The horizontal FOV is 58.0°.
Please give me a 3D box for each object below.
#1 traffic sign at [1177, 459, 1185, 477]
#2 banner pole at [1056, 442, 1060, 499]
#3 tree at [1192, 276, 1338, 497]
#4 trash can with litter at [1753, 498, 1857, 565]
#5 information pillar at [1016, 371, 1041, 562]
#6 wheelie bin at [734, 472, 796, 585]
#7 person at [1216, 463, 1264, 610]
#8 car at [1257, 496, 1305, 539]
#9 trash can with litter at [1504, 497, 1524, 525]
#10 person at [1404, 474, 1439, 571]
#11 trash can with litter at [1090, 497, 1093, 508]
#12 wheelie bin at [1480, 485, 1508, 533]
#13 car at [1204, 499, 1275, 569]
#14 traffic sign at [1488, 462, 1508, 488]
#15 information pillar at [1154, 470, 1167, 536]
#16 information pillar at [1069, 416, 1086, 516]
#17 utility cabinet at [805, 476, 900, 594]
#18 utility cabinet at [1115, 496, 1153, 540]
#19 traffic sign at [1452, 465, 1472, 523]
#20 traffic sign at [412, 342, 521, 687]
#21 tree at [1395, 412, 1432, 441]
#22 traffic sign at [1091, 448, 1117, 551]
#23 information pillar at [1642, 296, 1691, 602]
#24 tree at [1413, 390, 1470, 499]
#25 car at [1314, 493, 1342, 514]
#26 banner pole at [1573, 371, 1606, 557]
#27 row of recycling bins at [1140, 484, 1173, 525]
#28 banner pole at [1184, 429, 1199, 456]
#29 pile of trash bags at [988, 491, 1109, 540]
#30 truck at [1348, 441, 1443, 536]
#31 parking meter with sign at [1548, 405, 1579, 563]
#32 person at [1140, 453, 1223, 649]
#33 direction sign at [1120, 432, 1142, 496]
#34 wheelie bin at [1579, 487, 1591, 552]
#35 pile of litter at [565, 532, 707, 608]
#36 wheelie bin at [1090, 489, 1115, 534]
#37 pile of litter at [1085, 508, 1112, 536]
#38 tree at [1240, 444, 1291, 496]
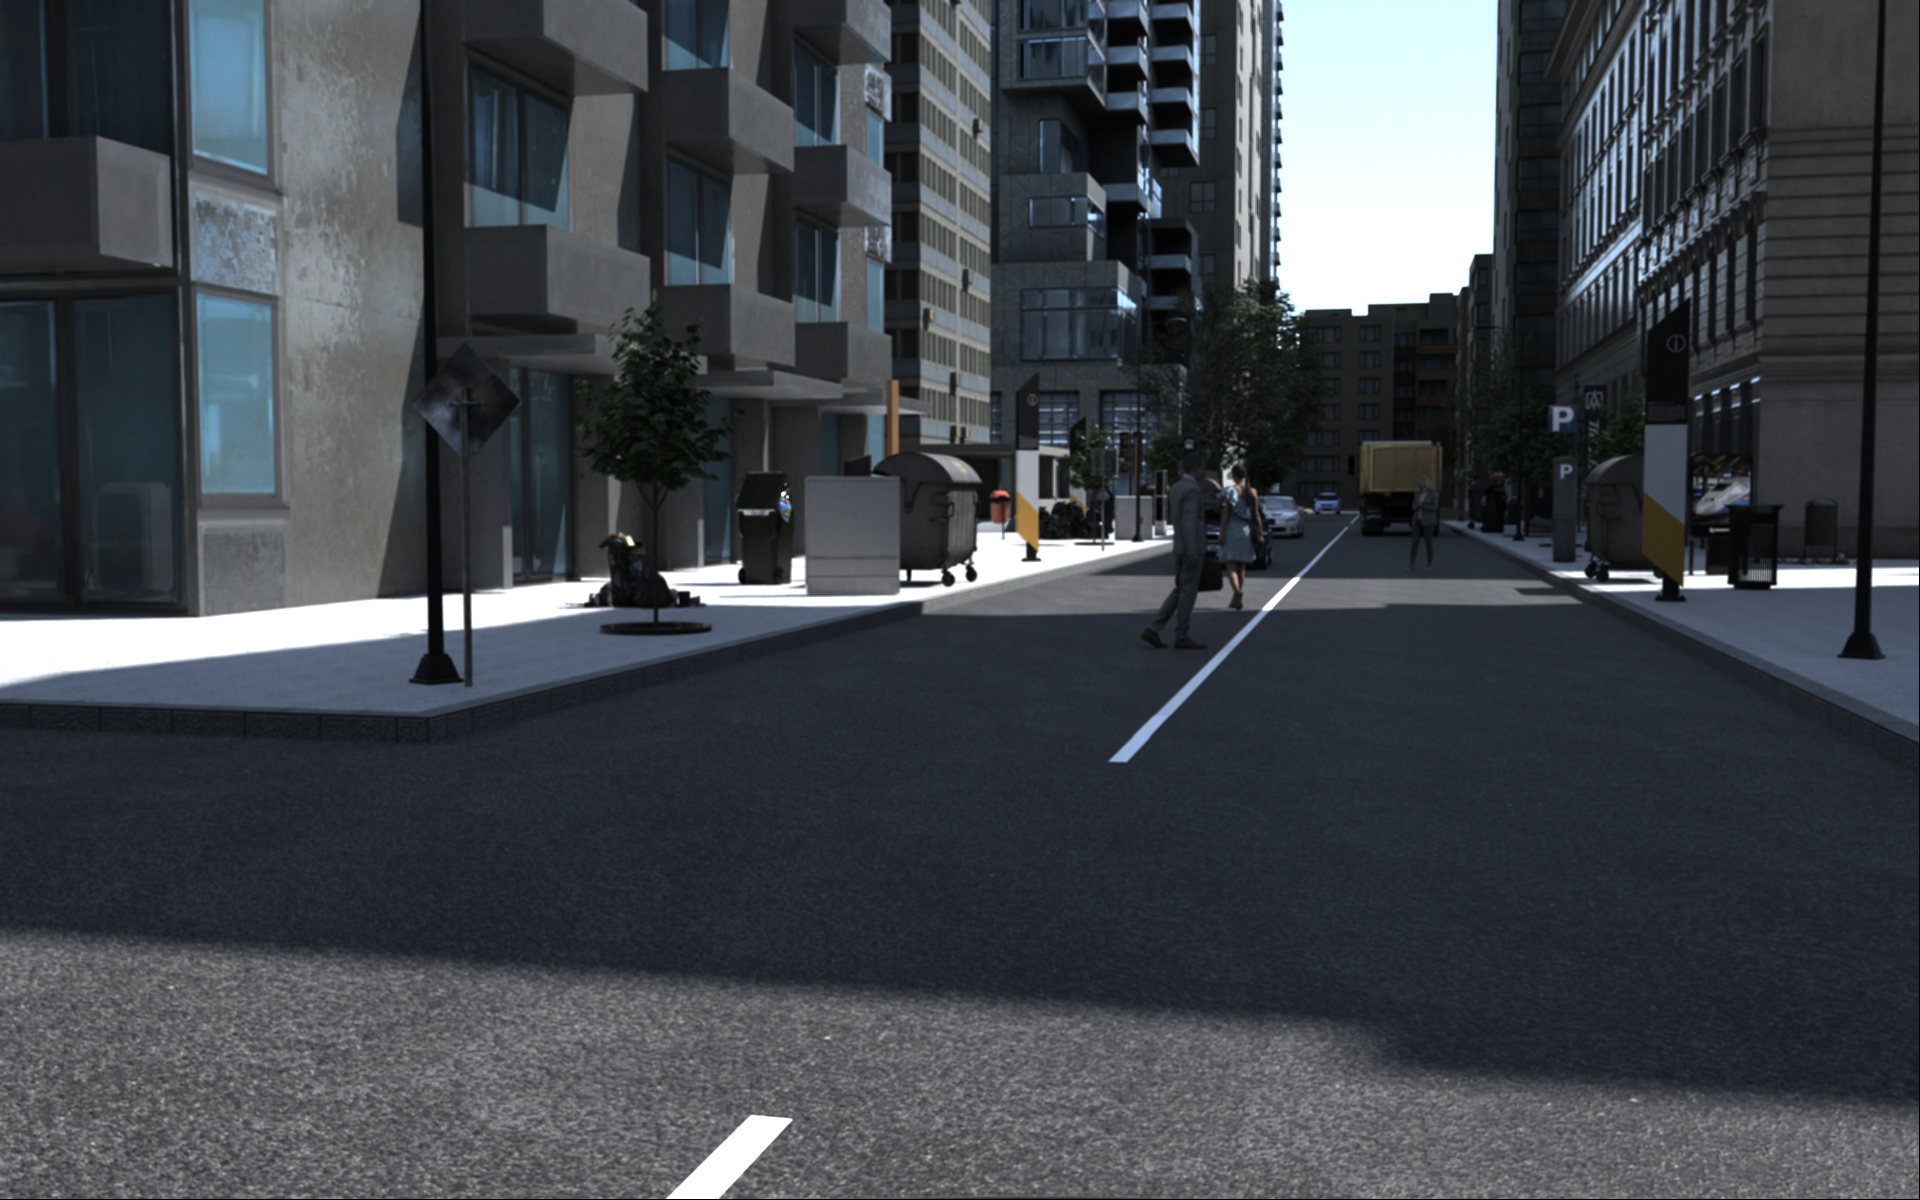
[{"bbox_3d":[7.843,-3.646,59.722,0.768,2.556,0.104,1,4,20],"label":"traffic sign"},{"bbox_3d":[4.614,-5.726,83.640,0.863,3.779,0.401,-3,5,-41],"label":"banner pole"},{"bbox_3d":[15.913,-10.544,90.514,7.486,12.596,7.792,0,3,0],"label":"tree"},{"bbox_3d":[15.403,-1.274,31.892,2.233,1.210,1.678,1,4,20],"label":"trash can with litter"},{"bbox_3d":[1.291,-2.539,32.870,0.504,3.616,0.183,-2,4,-31],"label":"information pillar"},{"bbox_3d":[-2.777,-1.028,24.713,0.980,1.594,0.693,1,4,22],"label":"wheelie bin"},{"bbox_3d":[3.495,-0.791,21.532,0.616,1.811,0.778,0,4,-3],"label":"person"},{"bbox_3d":[10.392,-2.757,57.439,2.083,1.381,4.827,1,4,14],"label":"car"},{"bbox_3d":[22.728,-3.678,71.518,1.055,1.170,0.624,-2,4,-31],"label":"trash can with litter"},{"bbox_3d":[8.656,-1.447,32.349,0.526,1.800,0.537,-3,4,-37],"label":"person"},{"bbox_3d":[6.390,-4.182,79.768,0.624,1.170,1.055,-1,4,-22],"label":"trash can with litter"},{"bbox_3d":[17.712,-3.026,57.377,0.980,1.594,0.693,-3,4,-37],"label":"wheelie bin"},{"bbox_3d":[5.264,-1.327,34.269,1.945,1.354,3.894,1,4,12],"label":"car"},{"bbox_3d":[18.354,-3.598,58.934,0.768,2.556,0.104,1,4,20],"label":"traffic sign"},{"bbox_3d":[6.187,-2.991,53.394,0.304,2.012,0.304,1,4,23],"label":"information pillar"},{"bbox_3d":[3.543,-3.709,51.991,0.504,3.616,0.183,1,4,16],"label":"information pillar"},{"bbox_3d":[-1.369,-0.814,21.991,1.173,1.500,0.318,-1,4,-10],"label":"utility cabinet"},{"bbox_3d":[4.838,-2.267,48.221,1.020,1.237,0.306,0,4,-6],"label":"utility cabinet"},{"bbox_3d":[22.608,-4.769,77.977,0.884,2.594,0.081,1,4,18],"label":"traffic sign"},{"bbox_3d":[-3.273,-0.480,11.483,0.795,2.450,0.064,1,4,14],"label":"traffic sign"},{"bbox_3d":[40.225,-12.250,150.653,4.737,8.622,4.395,0,3,0],"label":"tree"},{"bbox_3d":[3.216,-2.247,38.862,0.606,2.300,0.079,1,4,19],"label":"traffic sign"},{"bbox_3d":[8.439,-1.793,20.675,0.504,3.616,0.183,1,4,23],"label":"information pillar"},{"bbox_3d":[33.995,-10.554,122.916,4.360,8.622,3.978,0,3,0],"label":"tree"},{"bbox_3d":[26.170,-6.950,123.218,1.945,1.707,3.694,1,4,14],"label":"car"},{"bbox_3d":[12.710,-2.763,35.184,0.401,3.779,0.863,-3,5,-45],"label":"banner pole"},{"bbox_3d":[8.730,-3.998,72.474,3.534,1.692,1.069,-3,5,-45],"label":"row of recycling bins"},{"bbox_3d":[8.888,-4.661,66.218,0.863,3.779,0.401,-2,4,-30],"label":"banner pole"},{"bbox_3d":[2.417,-2.415,49.231,3.447,1.369,1.912,-1,4,-23],"label":"pile of trash bags"},{"bbox_3d":[15.771,-4.068,62.438,3.469,3.379,9.791,1,4,12],"label":"truck"},{"bbox_3d":[11.557,-2.257,33.161,0.543,3.016,1.738,1,4,16],"label":"parking meter with sign"},{"bbox_3d":[2.118,-0.454,16.038,0.853,1.813,0.709,-1,4,-15],"label":"person"},{"bbox_3d":[6.202,-4.338,62.922,0.876,3.537,0.379,2,4,30],"label":"direction sign"},{"bbox_3d":[14.265,-1.871,38.499,0.980,1.594,0.693,2,4,34],"label":"wheelie bin"},{"bbox_3d":[-3.739,-0.367,19.966,1.719,0.858,1.176,3,4,37],"label":"pile of litter"},{"bbox_3d":[4.618,-2.956,56.240,0.693,1.594,0.980,-1,4,-22],"label":"wheelie bin"},{"bbox_3d":[3.829,-2.419,53.510,1.719,0.858,1.176,3,5,42],"label":"pile of litter"},{"bbox_3d":[18.332,-7.420,105.037,4.285,4.588,4.351,0,3,0],"label":"tree"}]
